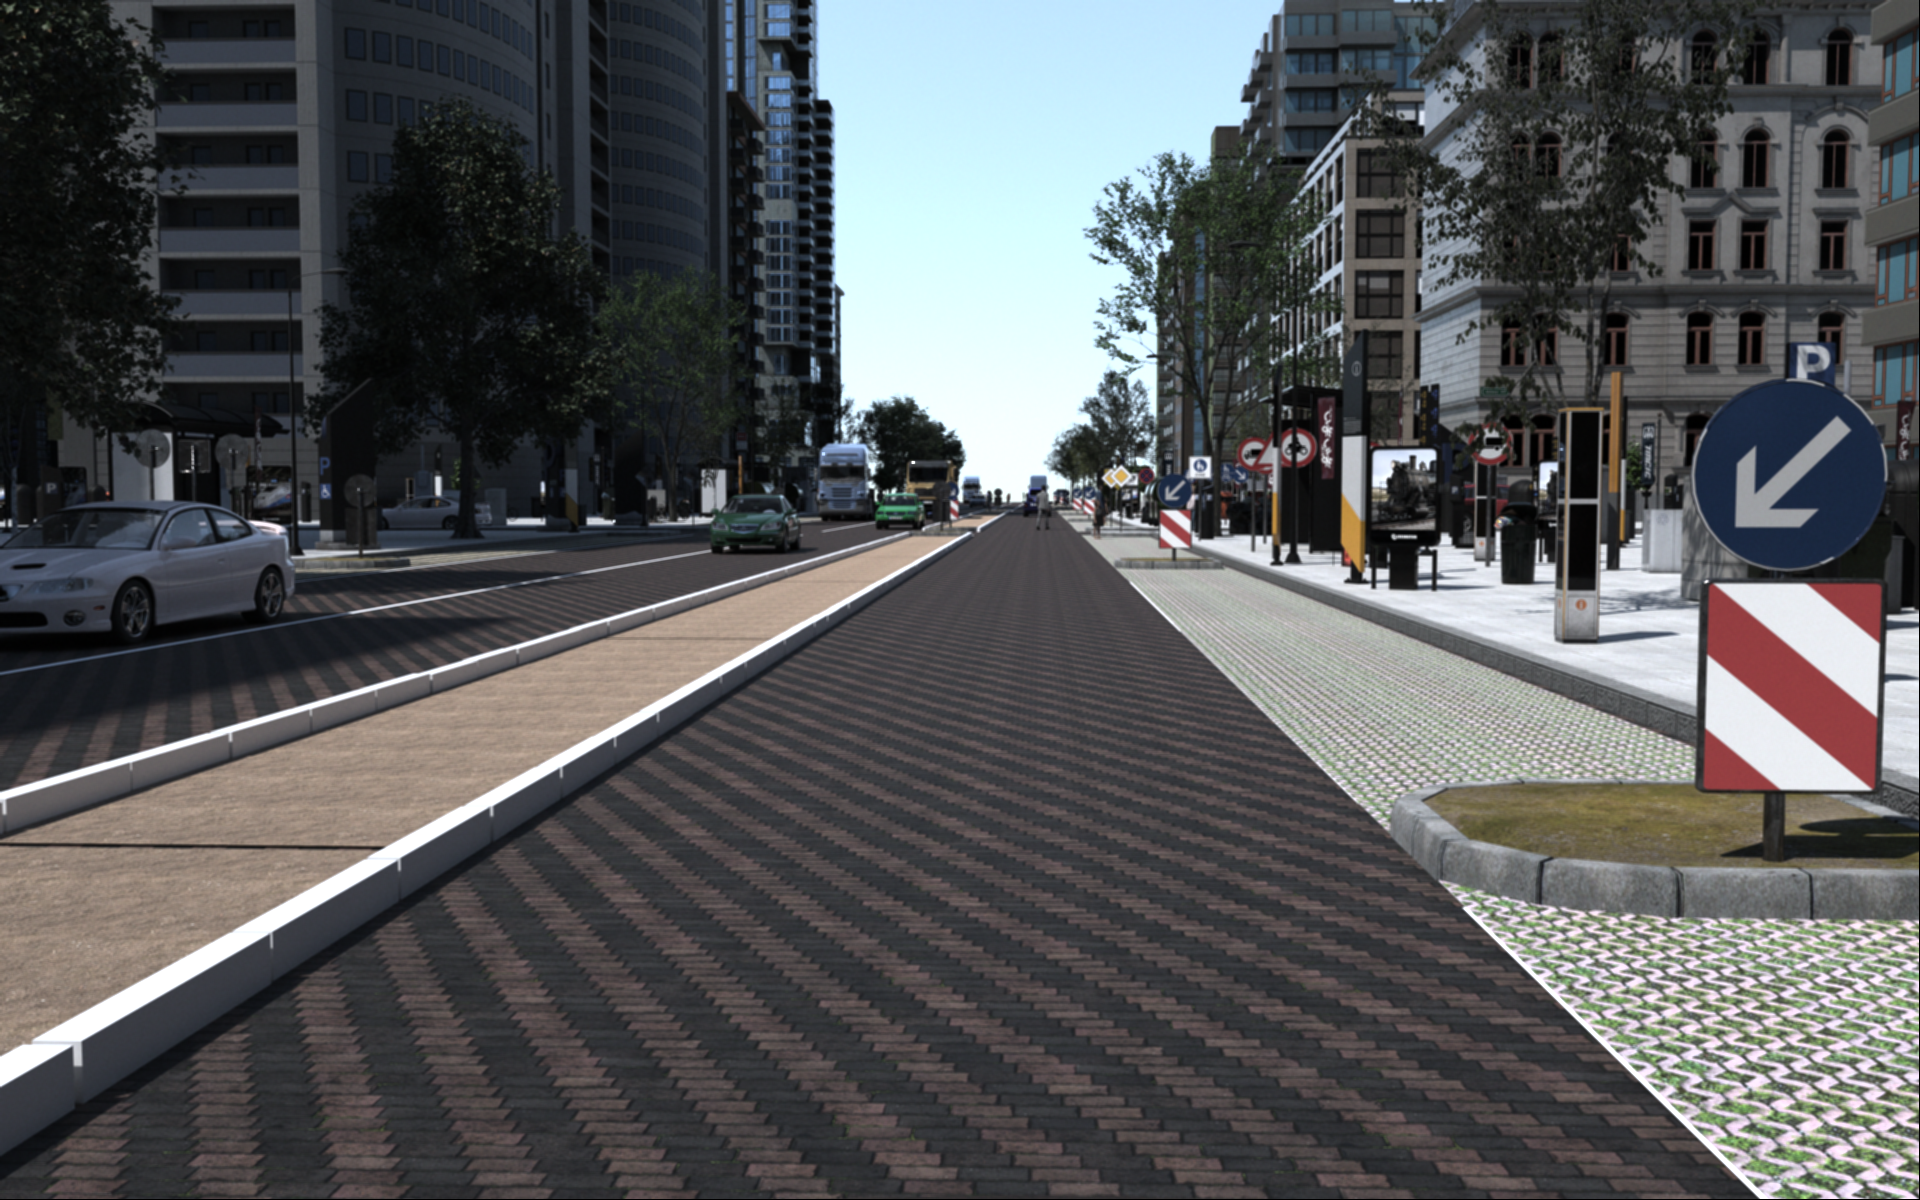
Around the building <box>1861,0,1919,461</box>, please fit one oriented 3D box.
[{"bbox_3d":[35.965,-11.219,28.468,27.650,21.520,28.899,0,4,3],"label":"building"}]

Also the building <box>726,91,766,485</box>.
[{"bbox_3d":[-33.009,-32.491,185.846,22.147,44.769,28.867,0,4,3],"label":"building"}]

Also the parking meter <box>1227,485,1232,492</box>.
[{"bbox_3d":[16.266,-6.065,104.873,0.255,1.863,0.399,-3,5,-43],"label":"parking meter"}]

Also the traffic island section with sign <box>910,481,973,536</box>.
[{"bbox_3d":[-0.670,-3.121,59.158,2.006,1.907,1.989,0,4,3],"label":"traffic island section with sign"}]

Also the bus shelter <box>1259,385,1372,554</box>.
[{"bbox_3d":[8.183,-2.994,40.242,1.731,3.624,6.357,0,4,3],"label":"bus shelter"}]

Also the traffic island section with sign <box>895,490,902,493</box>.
[{"bbox_3d":[-5.863,-9.666,166.674,1.989,1.847,2.006,0,4,3],"label":"traffic island section with sign"}]

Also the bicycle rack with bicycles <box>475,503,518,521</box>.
[{"bbox_3d":[-22.490,-4.216,82.314,2.925,0.926,2.852,-2,4,-25],"label":"bicycle rack with bicycles"}]

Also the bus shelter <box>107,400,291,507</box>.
[{"bbox_3d":[-17.683,-2.829,40.185,2.014,3.302,5.546,0,4,3],"label":"bus shelter"}]

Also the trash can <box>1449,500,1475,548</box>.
[{"bbox_3d":[11.971,-1.796,41.019,0.748,1.137,0.748,0,3,0],"label":"trash can"}]

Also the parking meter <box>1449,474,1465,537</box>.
[{"bbox_3d":[14.744,-2.793,51.375,0.399,1.863,0.255,3,5,43],"label":"parking meter"}]

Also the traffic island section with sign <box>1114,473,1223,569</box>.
[{"bbox_3d":[4.010,-1.531,33.664,1.989,1.847,2.006,0,4,3],"label":"traffic island section with sign"}]

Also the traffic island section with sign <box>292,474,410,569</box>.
[{"bbox_3d":[-11.924,-1.546,33.913,1.989,1.847,2.006,0,4,3],"label":"traffic island section with sign"}]

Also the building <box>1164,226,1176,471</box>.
[{"bbox_3d":[43.631,-39.743,269.413,23.786,49.044,30.456,0,4,3],"label":"building"}]

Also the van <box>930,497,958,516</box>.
[{"bbox_3d":[-1.101,-6.596,114.850,2.013,2.044,4.112,0,4,2],"label":"van"}]

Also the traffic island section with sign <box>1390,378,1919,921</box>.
[{"bbox_3d":[2.777,0.116,6.737,1.989,1.847,2.006,0,4,3],"label":"traffic island section with sign"}]

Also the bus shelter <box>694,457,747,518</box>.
[{"bbox_3d":[-13.307,-6.279,96.592,2.014,3.302,5.546,0,4,3],"label":"bus shelter"}]

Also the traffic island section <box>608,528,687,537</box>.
[{"bbox_3d":[-10.755,-2.269,59.382,2.009,0.180,2.903,0,4,3],"label":"traffic island section"}]

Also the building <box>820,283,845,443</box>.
[{"bbox_3d":[-32.537,-36.311,285.562,32.217,40.220,23.993,0,4,3],"label":"building"}]

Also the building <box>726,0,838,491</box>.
[{"bbox_3d":[-29.059,-57.704,256.124,22.319,86.520,31.000,0,4,3],"label":"building"}]

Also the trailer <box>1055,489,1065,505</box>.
[{"bbox_3d":[12.036,-12.232,207.043,1.471,1.999,3.904,0,4,1],"label":"trailer"}]

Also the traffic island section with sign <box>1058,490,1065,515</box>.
[{"bbox_3d":[7.770,-6.594,116.435,1.989,1.847,2.006,0,4,3],"label":"traffic island section with sign"}]

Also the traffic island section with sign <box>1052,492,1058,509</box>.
[{"bbox_3d":[10.074,-9.661,166.583,1.989,1.847,2.006,0,4,3],"label":"traffic island section with sign"}]

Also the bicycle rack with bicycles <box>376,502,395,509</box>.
[{"bbox_3d":[-27.634,-4.088,80.221,2.925,0.926,2.852,0,4,-1],"label":"bicycle rack with bicycles"}]

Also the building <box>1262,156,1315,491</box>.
[{"bbox_3d":[33.228,-23.179,150.680,14.160,30.474,14.107,0,4,3],"label":"building"}]

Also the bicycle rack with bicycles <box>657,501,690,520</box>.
[{"bbox_3d":[-14.731,-4.435,85.902,2.925,0.926,2.852,-3,4,-38],"label":"bicycle rack with bicycles"}]

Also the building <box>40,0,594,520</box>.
[{"bbox_3d":[-34.758,-33.940,96.920,21.231,58.520,28.212,0,4,3],"label":"building"}]

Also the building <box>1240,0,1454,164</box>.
[{"bbox_3d":[39.791,-33.800,172.242,23.786,49.044,30.456,0,4,3],"label":"building"}]

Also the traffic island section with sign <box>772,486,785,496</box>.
[{"bbox_3d":[-9.389,-4.942,89.436,1.989,1.847,2.006,0,4,3],"label":"traffic island section with sign"}]

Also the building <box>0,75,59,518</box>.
[{"bbox_3d":[-65.563,-47.692,92.435,31.000,86.520,22.319,0,4,3],"label":"building"}]

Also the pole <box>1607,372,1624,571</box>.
[{"bbox_3d":[10.984,-2.152,29.033,0.158,3.312,0.155,0,3,0],"label":"pole"}]

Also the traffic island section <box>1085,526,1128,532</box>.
[{"bbox_3d":[5.834,-2.712,66.616,2.009,0.180,2.903,0,4,3],"label":"traffic island section"}]

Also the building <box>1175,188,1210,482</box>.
[{"bbox_3d":[38.253,-36.518,247.172,14.600,45.320,14.200,0,4,3],"label":"building"}]

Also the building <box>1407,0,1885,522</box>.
[{"bbox_3d":[35.292,-18.213,85.178,23.554,28.519,14.401,0,4,3],"label":"building"}]

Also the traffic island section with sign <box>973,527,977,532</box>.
[{"bbox_3d":[-0.322,-3.573,66.557,2.006,1.907,1.989,0,4,3],"label":"traffic island section with sign"}]

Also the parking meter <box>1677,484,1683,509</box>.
[{"bbox_3d":[18.328,-2.166,43.822,0.372,1.533,0.369,0,3,0],"label":"parking meter"}]

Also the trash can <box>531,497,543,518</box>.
[{"bbox_3d":[-22.727,-4.983,93.117,0.748,1.137,0.748,0,3,0],"label":"trash can"}]

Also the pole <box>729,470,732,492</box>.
[{"bbox_3d":[-17.461,-8.450,131.995,0.158,3.312,0.155,0,3,0],"label":"pole"}]

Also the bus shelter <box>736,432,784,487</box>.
[{"bbox_3d":[-13.299,-8.393,114.851,2.179,5.291,8.768,0,4,3],"label":"bus shelter"}]

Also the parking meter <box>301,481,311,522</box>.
[{"bbox_3d":[-29.692,-4.462,78.667,0.399,1.863,0.255,2,4,30],"label":"parking meter"}]

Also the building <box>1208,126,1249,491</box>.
[{"bbox_3d":[34.975,-31.290,195.179,14.154,41.232,14.086,0,4,3],"label":"building"}]

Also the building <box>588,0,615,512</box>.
[{"bbox_3d":[-35.134,-42.244,128.935,20.563,71.187,20.611,0,4,3],"label":"building"}]

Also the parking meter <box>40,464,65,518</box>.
[{"bbox_3d":[-17.968,-1.750,34.326,0.399,1.863,0.255,-1,4,-23],"label":"parking meter"}]

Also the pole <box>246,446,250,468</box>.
[{"bbox_3d":[-29.969,-4.839,72.964,0.158,3.312,0.155,0,3,0],"label":"pole"}]

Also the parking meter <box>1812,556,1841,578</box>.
[{"bbox_3d":[7.580,-0.422,15.305,0.372,1.533,0.369,0,3,0],"label":"parking meter"}]

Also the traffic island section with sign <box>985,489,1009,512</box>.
[{"bbox_3d":[3.095,-8.164,141.618,2.006,1.907,1.989,0,4,3],"label":"traffic island section with sign"}]

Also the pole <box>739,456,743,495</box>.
[{"bbox_3d":[-11.659,-6.014,92.167,0.158,3.312,0.155,0,3,0],"label":"pole"}]

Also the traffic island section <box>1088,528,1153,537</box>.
[{"bbox_3d":[5.470,-2.224,58.639,2.009,0.180,2.903,0,4,3],"label":"traffic island section"}]

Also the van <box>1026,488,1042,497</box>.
[{"bbox_3d":[8.286,-11.176,187.109,2.240,2.365,5.245,0,4,2],"label":"van"}]

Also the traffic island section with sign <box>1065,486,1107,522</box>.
[{"bbox_3d":[6.563,-4.947,89.507,1.989,1.847,2.006,0,4,3],"label":"traffic island section with sign"}]

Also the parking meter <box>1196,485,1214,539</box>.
[{"bbox_3d":[7.018,-2.490,49.120,0.372,1.533,0.369,0,3,0],"label":"parking meter"}]

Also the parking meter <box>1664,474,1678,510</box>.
[{"bbox_3d":[20.890,-2.766,50.934,0.399,1.863,0.255,-3,5,-45],"label":"parking meter"}]

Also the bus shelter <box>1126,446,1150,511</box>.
[{"bbox_3d":[13.243,-9.475,132.556,2.179,5.291,8.768,0,4,3],"label":"bus shelter"}]

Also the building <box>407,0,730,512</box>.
[{"bbox_3d":[-33.973,-37.597,156.706,21.231,58.520,28.212,0,4,3],"label":"building"}]

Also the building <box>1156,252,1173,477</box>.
[{"bbox_3d":[40.099,-37.246,292.565,14.154,41.232,14.086,0,4,3],"label":"building"}]

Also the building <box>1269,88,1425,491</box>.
[{"bbox_3d":[34.022,-19.504,123.401,19.350,26.468,34.151,0,4,3],"label":"building"}]
